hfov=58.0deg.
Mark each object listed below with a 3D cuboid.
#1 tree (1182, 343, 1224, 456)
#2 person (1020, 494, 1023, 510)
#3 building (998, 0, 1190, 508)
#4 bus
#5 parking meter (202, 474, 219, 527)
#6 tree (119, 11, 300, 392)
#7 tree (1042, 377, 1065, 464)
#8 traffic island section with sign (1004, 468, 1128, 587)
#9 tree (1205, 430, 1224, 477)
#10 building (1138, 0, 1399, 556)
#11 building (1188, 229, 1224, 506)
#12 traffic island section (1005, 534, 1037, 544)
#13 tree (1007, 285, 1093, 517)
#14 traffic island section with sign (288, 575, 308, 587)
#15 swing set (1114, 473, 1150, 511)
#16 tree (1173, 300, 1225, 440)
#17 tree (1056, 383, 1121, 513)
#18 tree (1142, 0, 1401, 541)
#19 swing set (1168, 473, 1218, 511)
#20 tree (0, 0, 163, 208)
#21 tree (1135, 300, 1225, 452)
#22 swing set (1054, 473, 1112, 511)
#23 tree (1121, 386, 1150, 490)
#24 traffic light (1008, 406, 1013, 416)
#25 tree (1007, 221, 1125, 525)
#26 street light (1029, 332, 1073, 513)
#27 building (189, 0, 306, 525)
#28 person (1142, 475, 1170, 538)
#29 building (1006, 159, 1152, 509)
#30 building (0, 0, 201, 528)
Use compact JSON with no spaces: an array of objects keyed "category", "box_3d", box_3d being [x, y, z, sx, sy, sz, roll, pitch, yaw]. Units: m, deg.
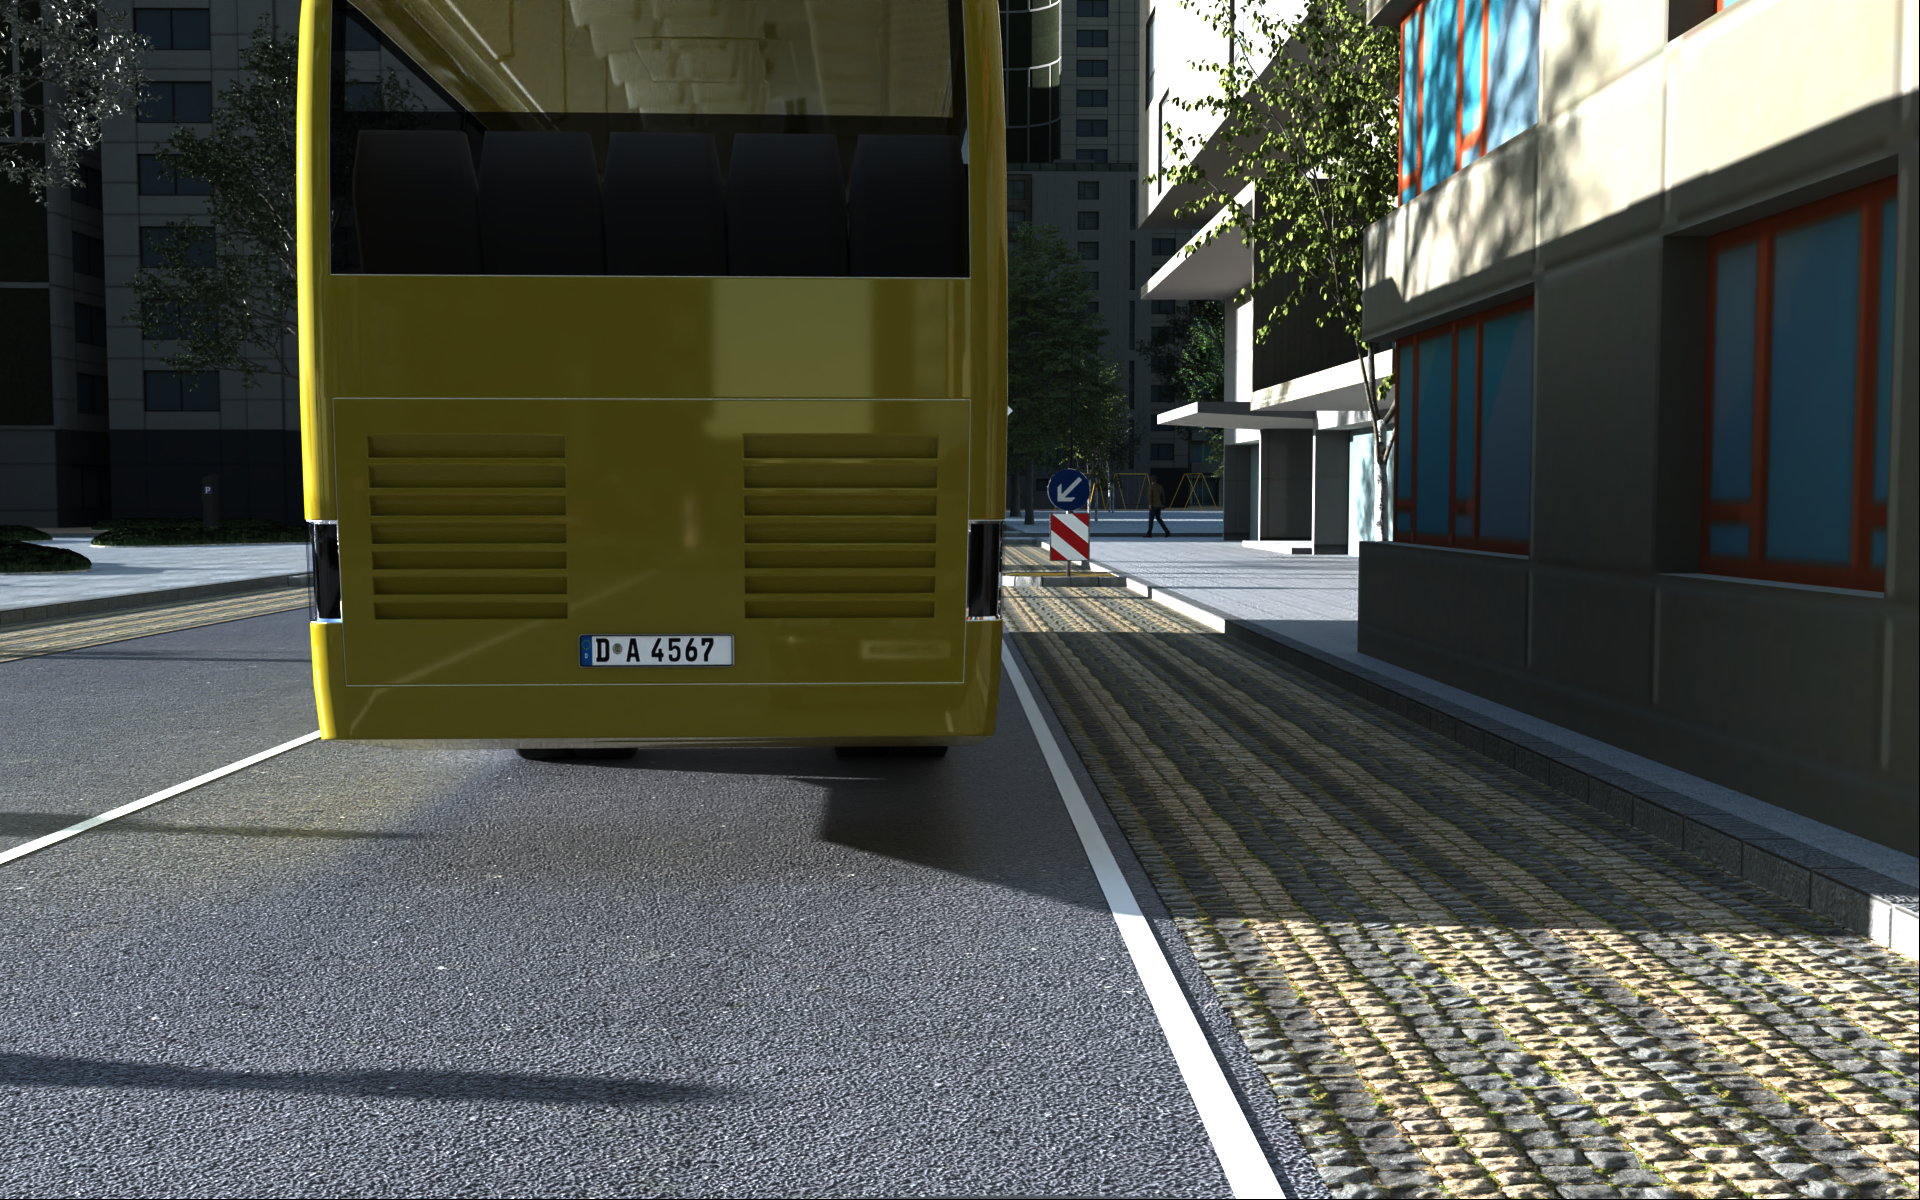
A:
[{"category":"tree","box_3d":[18.468,-11.928,105.392,12.009,13.543,11.850,0,3,0]},{"category":"person","box_3d":[4.786,-8.225,140.485,0.705,1.831,1.348,1,4,23]},{"category":"building","box_3d":[10.892,-44.743,169.798,20.563,71.187,20.611,0,4,-1]},{"category":"bus","box_3d":[-1.357,-1.264,12.215,2.896,3.916,12.252,0,4,-3]},{"category":"parking meter","box_3d":[-22.001,-2.760,50.838,0.399,1.863,0.255,1,4,11]},{"category":"tree","box_3d":[-12.920,-6.123,34.518,7.601,10.594,8.767,-2,4,-26]},{"category":"tree","box_3d":[6.529,-8.485,89.088,4.737,8.622,4.395,0,3,0]},{"category":"traffic island section with sign","box_3d":[1.565,-1.155,27.506,1.989,1.847,2.006,0,4,-1]},{"category":"tree","box_3d":[20.714,-12.570,123.640,7.486,12.596,7.792,0,3,0]},{"category":"building","box_3d":[18.580,-27.230,34.455,28.713,52.752,27.495,0,4,-1]},{"category":"building","box_3d":[33.018,-35.387,198.179,30.456,49.044,23.786,0,4,-1]},{"category":"traffic island section","box_3d":[1.163,-1.715,50.329,2.009,0.180,2.903,0,4,-1]},{"category":"tree","box_3d":[3.061,-11.724,98.338,9.857,13.997,8.962,0,3,0]},{"category":"traffic island section with sign","box_3d":[-9.368,-1.159,27.580,1.989,1.847,2.006,0,4,-1]},{"category":"swing set","box_3d":[13.174,-8.238,132.311,3.119,2.851,2.862,-2,4,-28]},{"category":"tree","box_3d":[14.266,-9.739,84.991,9.928,11.665,9.643,0,3,0]},{"category":"tree","box_3d":[7.024,-9.695,108.876,4.360,8.622,3.978,0,3,0]},{"category":"tree","box_3d":[4.267,-4.136,17.991,4.737,8.622,4.395,0,3,0]},{"category":"swing set","box_3d":[17.635,-8.138,130.679,2.862,2.851,3.119,-1,4,-16]},{"category":"tree","box_3d":[-12.234,-6.412,15.200,12.009,13.543,11.850,0,3,0]},{"category":"tree","box_3d":[10.431,-7.785,61.695,8.767,10.594,7.601,0,4,7]},{"category":"swing set","box_3d":[9.045,-8.025,128.824,3.119,2.851,2.862,2,4,31]},{"category":"tree","box_3d":[10.508,-10.129,115.971,4.360,8.622,3.978,0,3,0]},{"category":"traffic light","box_3d":[1.123,-3.749,50.214,0.839,4.253,0.868,0,4,-1]},{"category":"tree","box_3d":[3.178,-9.427,72.257,7.486,12.596,7.792,0,3,0]},{"category":"street light","box_3d":[2.681,-4.734,49.938,1.470,5.913,1.316,0,4,-1]},{"category":"building","box_3d":[-22.350,-38.903,74.322,20.563,71.187,20.611,0,4,-1]},{"category":"person","box_3d":[5.808,-2.762,51.107,0.836,1.842,0.656,1,4,22]},{"category":"building","box_3d":[9.301,-23.363,153.684,14.160,30.474,14.107,0,4,-1]},{"category":"building","box_3d":[-44.330,-38.345,65.195,20.611,71.187,20.563,0,4,-1]}]
